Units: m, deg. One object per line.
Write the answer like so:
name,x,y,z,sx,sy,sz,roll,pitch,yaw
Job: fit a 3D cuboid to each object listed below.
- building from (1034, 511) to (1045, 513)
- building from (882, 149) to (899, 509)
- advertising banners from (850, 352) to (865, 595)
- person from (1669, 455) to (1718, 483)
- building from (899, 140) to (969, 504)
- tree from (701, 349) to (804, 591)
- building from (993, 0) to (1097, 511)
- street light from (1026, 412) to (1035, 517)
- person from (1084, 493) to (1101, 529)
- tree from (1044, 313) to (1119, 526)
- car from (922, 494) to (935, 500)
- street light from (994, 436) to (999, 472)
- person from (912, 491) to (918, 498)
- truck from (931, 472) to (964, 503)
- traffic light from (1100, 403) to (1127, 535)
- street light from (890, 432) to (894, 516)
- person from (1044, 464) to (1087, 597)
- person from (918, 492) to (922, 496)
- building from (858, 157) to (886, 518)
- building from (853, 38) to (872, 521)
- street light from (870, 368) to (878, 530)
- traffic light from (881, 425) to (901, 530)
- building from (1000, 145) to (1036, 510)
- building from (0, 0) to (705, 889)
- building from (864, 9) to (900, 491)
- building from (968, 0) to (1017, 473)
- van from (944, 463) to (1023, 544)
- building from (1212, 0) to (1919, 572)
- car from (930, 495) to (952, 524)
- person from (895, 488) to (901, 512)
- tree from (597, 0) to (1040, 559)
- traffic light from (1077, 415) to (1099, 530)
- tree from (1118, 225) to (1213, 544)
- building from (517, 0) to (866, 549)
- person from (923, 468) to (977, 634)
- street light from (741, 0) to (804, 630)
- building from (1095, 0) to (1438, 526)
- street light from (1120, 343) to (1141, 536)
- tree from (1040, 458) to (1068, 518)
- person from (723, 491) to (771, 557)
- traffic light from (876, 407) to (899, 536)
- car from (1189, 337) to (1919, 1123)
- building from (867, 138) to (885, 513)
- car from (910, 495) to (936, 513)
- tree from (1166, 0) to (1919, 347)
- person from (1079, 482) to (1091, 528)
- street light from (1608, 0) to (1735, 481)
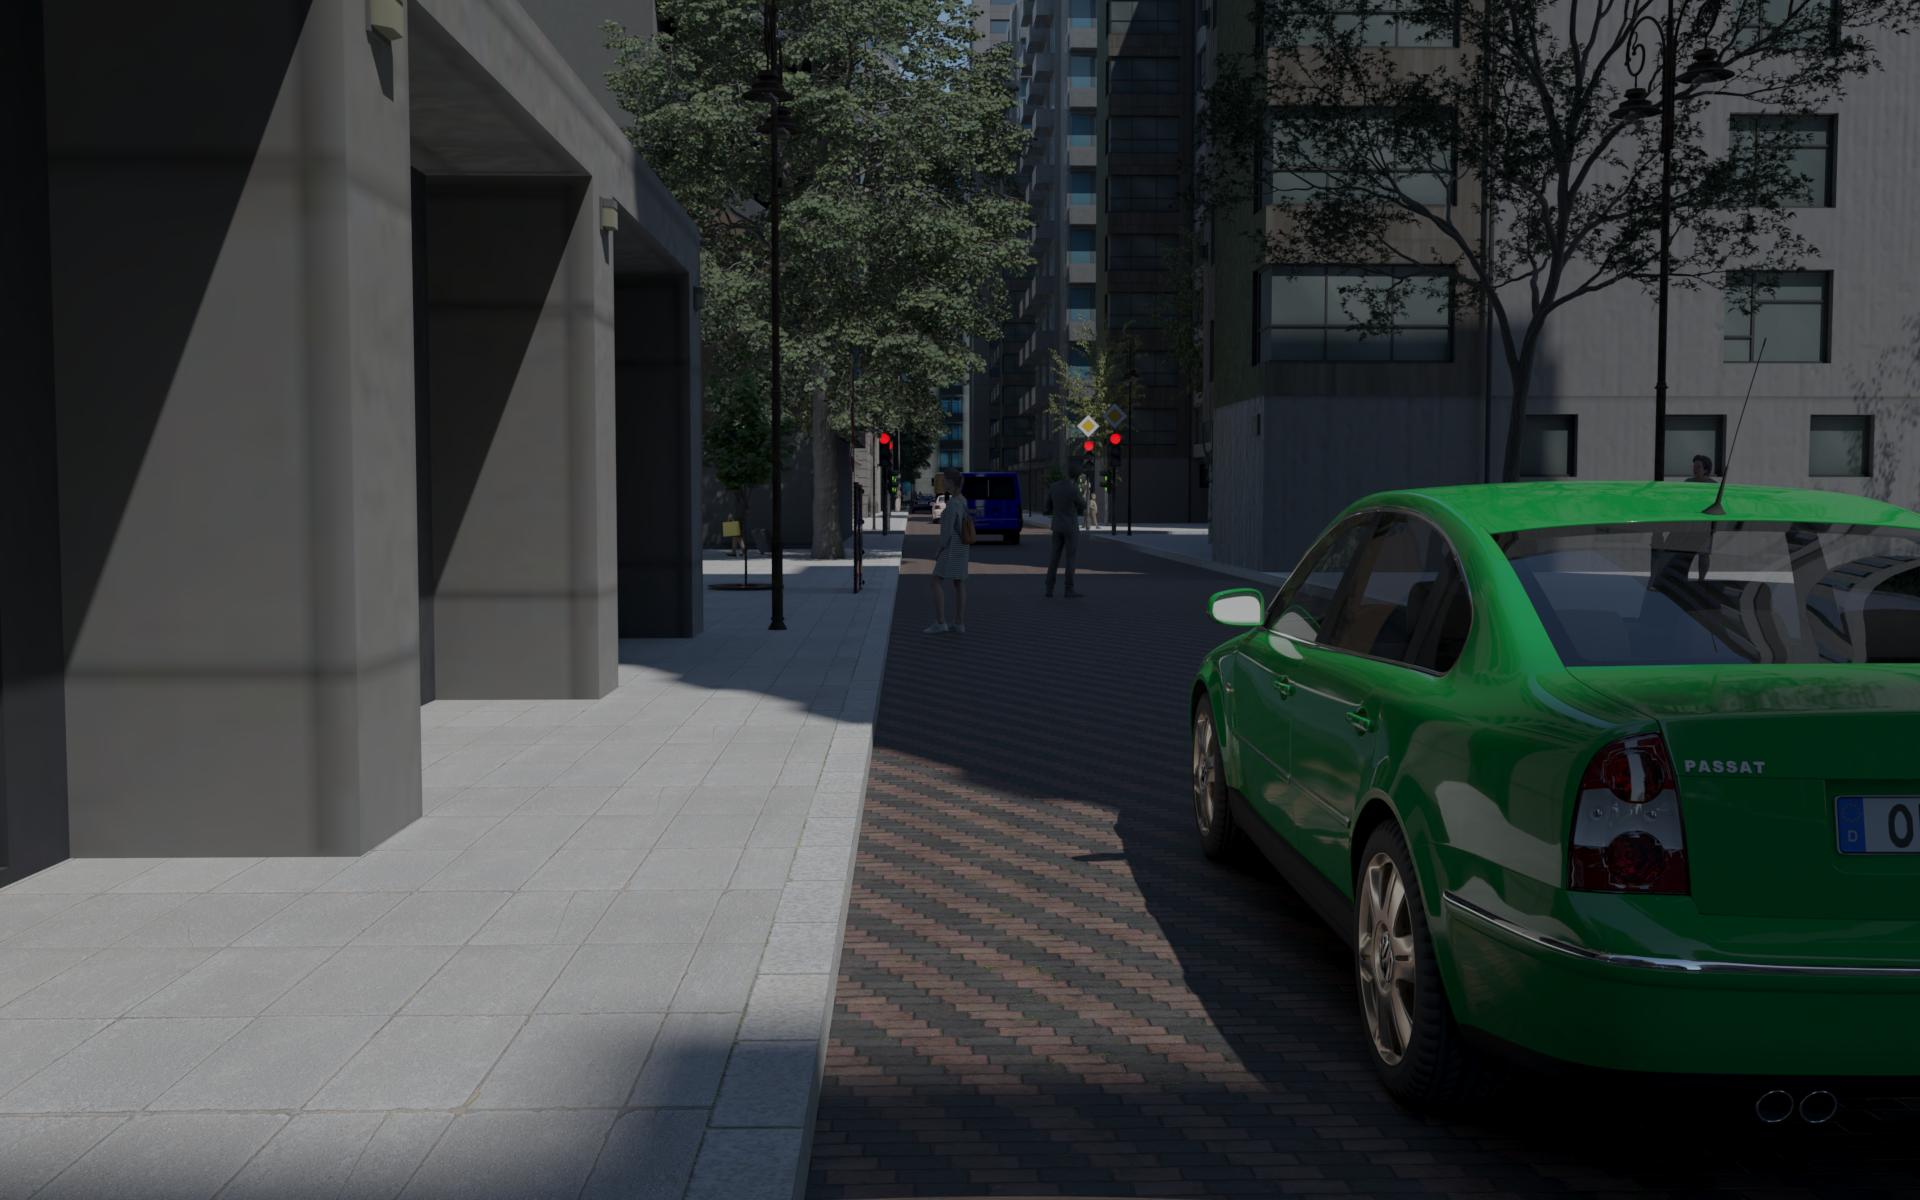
building,15.665,-30.469,117.778,23.786,49.044,30.456,0,4,-2
building,-12.161,-22.723,143.216,14.160,30.474,14.107,0,4,-2
advertising banners,-1.344,-1.608,22.474,0.090,3.025,2.074,0,4,1
person,9.298,-0.961,22.117,0.532,1.782,0.716,-3,5,-41
building,-7.970,-37.401,231.122,30.456,49.044,23.786,0,4,-2
tree,-2.822,-1.752,23.239,1.663,3.219,1.824,0,3,0
building,14.482,-33.612,169.164,23.786,49.044,30.456,0,4,-2
street light,3.960,-7.626,97.475,0.468,5.910,1.993,0,4,-2
person,4.891,-3.265,63.692,0.640,1.303,0.475,0,4,6
tree,5.699,-7.282,69.426,4.737,8.622,4.395,0,3,0
car,-4.032,-12.394,212.228,1.945,1.707,3.694,0,4,0
street light,2.840,-9.988,136.098,0.468,5.910,1.993,0,4,-2
person,-5.245,-11.729,200.130,0.599,1.838,0.709,-3,5,-45
truck,-0.898,-9.665,153.938,3.469,3.379,9.791,0,4,0
traffic light,4.754,-3.955,53.588,0.839,4.253,0.868,0,4,-2
street light,-4.022,-7.747,99.449,0.468,5.910,1.993,0,4,-2
person,1.476,-0.969,24.157,0.655,1.846,0.447,2,4,32
person,-4.792,-12.151,207.830,0.621,1.740,0.551,2,4,32
building,-11.073,-15.940,102.423,13.314,21.916,24.055,0,4,-2
building,-12.125,-14.805,75.344,16.112,22.955,30.059,0,4,-2
street light,-3.070,-5.438,61.700,0.468,5.910,1.993,0,4,-2
traffic light,-2.529,-4.430,61.356,0.839,4.253,0.868,0,4,-2
building,10.294,-22.928,146.577,14.160,30.474,14.107,0,4,-2
building,-12.472,-34.923,9.239,20.563,71.187,20.611,0,4,-2
building,-16.319,-38.004,163.372,21.231,58.520,28.212,0,4,-2
building,11.531,-40.128,198.083,21.231,58.520,28.212,0,4,-2
van,0.706,-2.850,50.974,2.240,2.365,5.245,0,4,-2
building,11.775,-16.072,34.475,14.160,30.474,14.107,0,4,-2
car,-0.412,-4.417,84.584,2.083,1.381,4.827,0,4,0
person,-4.375,-7.042,121.735,0.362,1.759,0.519,2,4,27
tree,-2.599,-7.785,33.940,9.857,13.997,8.962,0,3,0
traffic light,4.529,-4.443,61.570,0.839,4.253,0.868,0,4,-2
tree,6.717,-5.760,44.542,4.737,8.622,4.395,0,3,0
building,-9.849,-24.200,45.784,14.200,45.320,14.600,0,4,-2
person,-0.074,-0.516,17.942,0.522,1.701,0.512,1,4,15
street light,-1.727,-2.656,16.221,0.468,5.910,1.993,0,4,-2
building,13.228,-18.978,81.999,14.160,30.474,14.107,0,4,-2
street light,5.222,-4.920,53.237,0.468,5.910,1.993,0,4,-2
tree,5.072,-5.997,92.646,1.663,3.219,1.824,0,3,0
person,-4.381,-1.813,35.897,0.699,1.804,1.509,3,5,41
traffic light,-2.304,-3.942,53.374,0.839,4.253,0.868,0,4,-2
car,1.856,0.205,5.445,1.959,1.807,4.718,0,4,-1
building,-11.944,-20.707,124.460,13.634,28.700,20.117,0,4,-2
car,-2.781,-7.145,129.403,1.945,1.354,3.894,0,4,-2
tree,6.567,-5.269,20.554,8.767,10.594,7.601,1,4,12
person,4.653,-3.584,64.827,0.526,1.800,0.537,1,4,22
street light,6.291,-2.612,15.491,0.468,5.910,1.993,0,4,-2
